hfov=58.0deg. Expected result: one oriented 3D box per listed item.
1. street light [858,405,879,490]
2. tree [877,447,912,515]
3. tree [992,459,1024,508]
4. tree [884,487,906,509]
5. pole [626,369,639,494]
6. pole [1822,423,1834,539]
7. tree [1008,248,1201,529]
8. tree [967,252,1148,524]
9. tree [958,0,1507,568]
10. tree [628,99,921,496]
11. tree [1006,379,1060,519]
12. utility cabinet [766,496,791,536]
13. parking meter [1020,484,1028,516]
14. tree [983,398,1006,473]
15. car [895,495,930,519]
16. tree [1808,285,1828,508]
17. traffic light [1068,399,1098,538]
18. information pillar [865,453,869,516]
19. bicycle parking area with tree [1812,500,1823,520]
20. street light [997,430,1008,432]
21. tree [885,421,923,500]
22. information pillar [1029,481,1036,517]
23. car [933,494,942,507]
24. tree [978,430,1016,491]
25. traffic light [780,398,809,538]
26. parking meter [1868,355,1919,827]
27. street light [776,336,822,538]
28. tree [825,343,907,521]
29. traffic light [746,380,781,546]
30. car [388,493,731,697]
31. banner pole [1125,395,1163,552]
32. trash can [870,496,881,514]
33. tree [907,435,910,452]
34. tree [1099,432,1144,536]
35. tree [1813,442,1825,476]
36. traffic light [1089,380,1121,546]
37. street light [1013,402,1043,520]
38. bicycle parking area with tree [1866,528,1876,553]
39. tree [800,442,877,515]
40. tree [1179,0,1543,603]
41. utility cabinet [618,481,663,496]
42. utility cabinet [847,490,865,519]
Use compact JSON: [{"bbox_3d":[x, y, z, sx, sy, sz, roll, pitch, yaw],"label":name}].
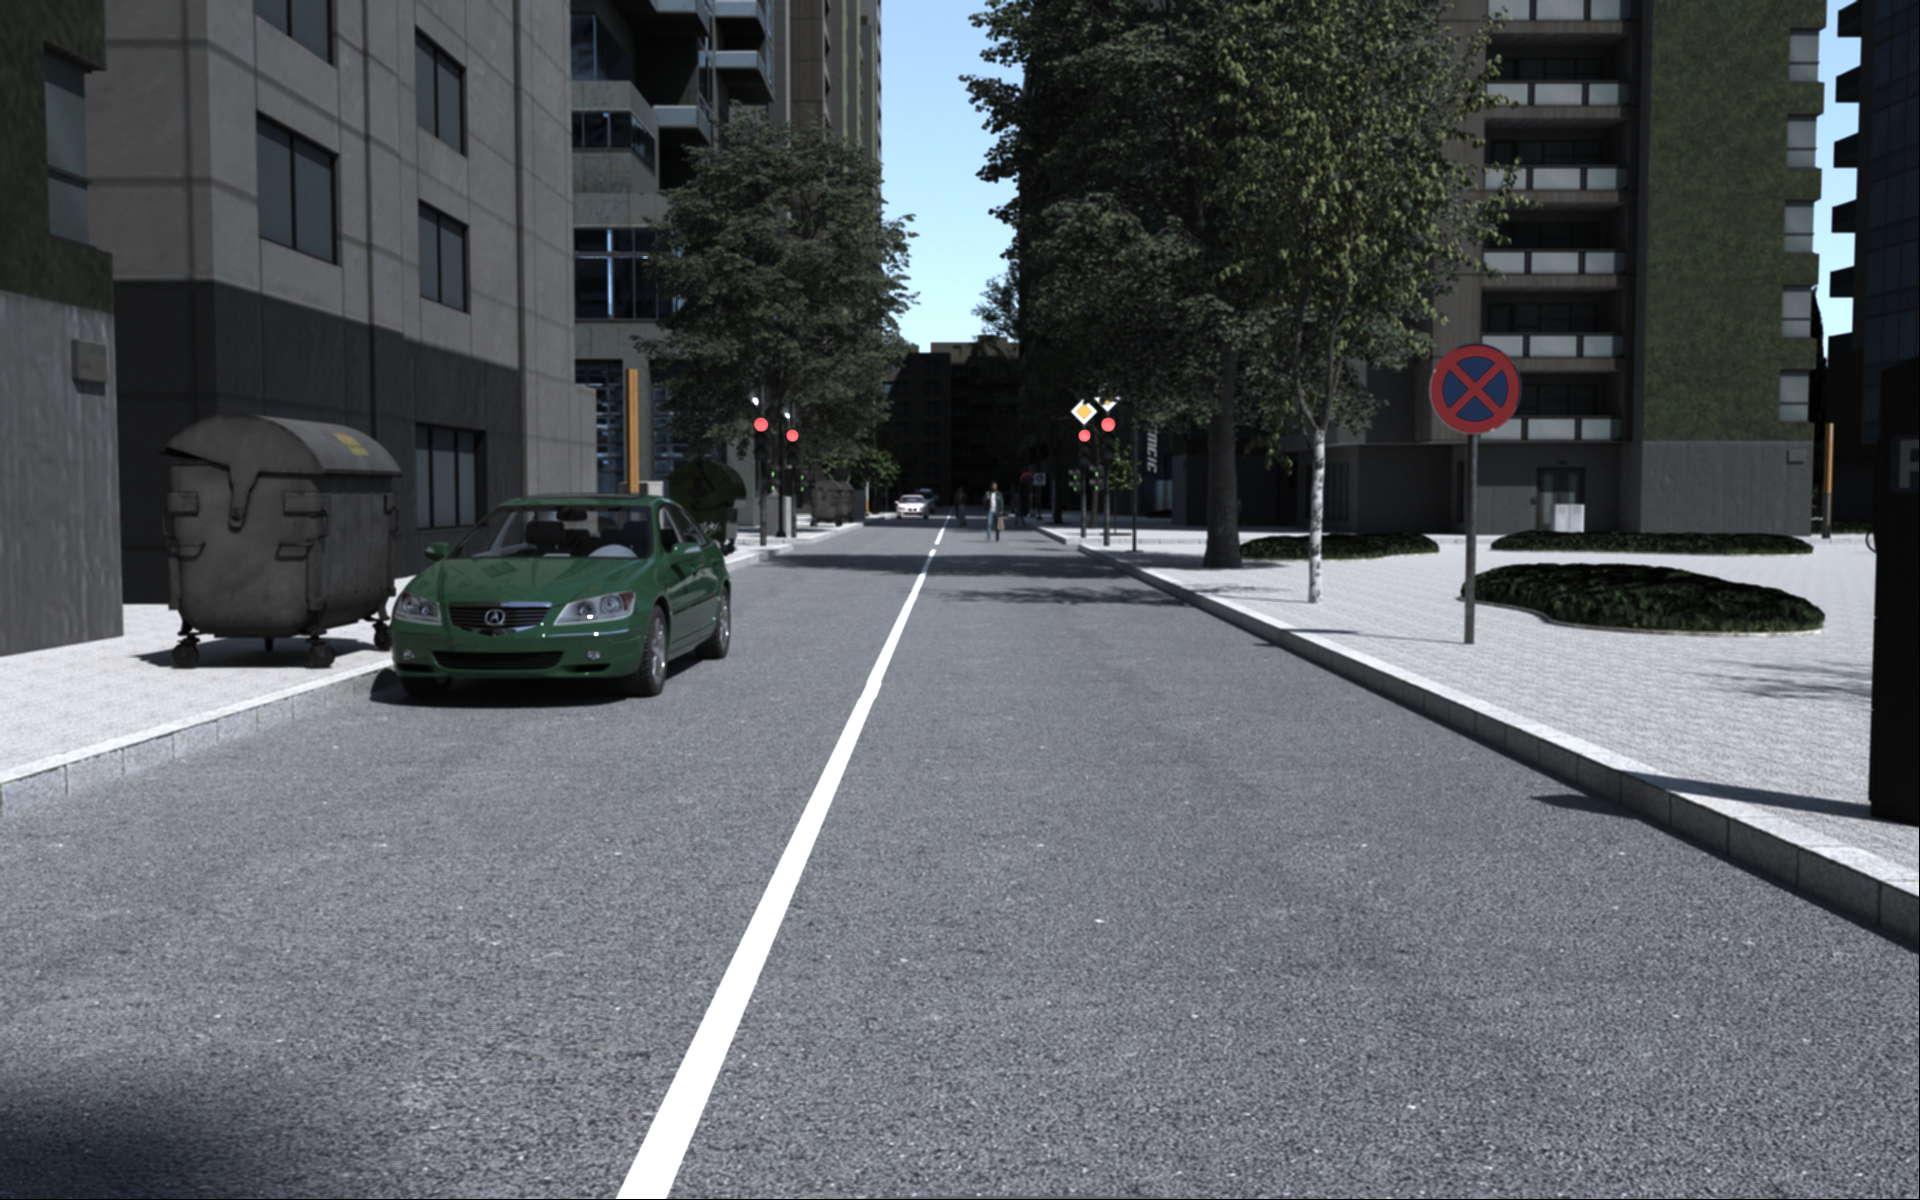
[{"bbox_3d":[-4.741,-7.201,90.274,1.470,5.913,1.316,0,3,0],"label":"street light"},{"bbox_3d":[-5.395,-7.673,109.166,4.285,4.588,4.351,0,3,0],"label":"tree"},{"bbox_3d":[4.540,-10.949,162.726,4.285,4.588,4.351,0,3,0],"label":"tree"},{"bbox_3d":[-6.123,-9.570,151.071,1.663,3.219,1.824,0,3,0],"label":"tree"},{"bbox_3d":[-5.356,-2.110,28.346,0.158,3.312,0.155,0,3,0],"label":"pole"},{"bbox_3d":[24.989,-3.427,49.872,0.158,3.312,0.155,0,3,0],"label":"pole"},{"bbox_3d":[5.171,-7.893,63.469,7.601,10.594,8.767,2,4,32],"label":"tree"},{"bbox_3d":[4.016,-9.044,73.619,9.928,11.665,9.643,0,3,0],"label":"tree"},{"bbox_3d":[4.650,-7.534,29.837,9.857,13.997,8.962,0,3,0],"label":"tree"},{"bbox_3d":[-5.984,-9.218,57.373,9.857,13.997,8.962,0,3,0],"label":"tree"},{"bbox_3d":[5.089,-8.541,90.004,4.737,8.622,4.395,0,3,0],"label":"tree"},{"bbox_3d":[-5.578,-2.558,52.980,1.020,1.237,0.306,3,5,41],"label":"utility cabinet"},{"bbox_3d":[3.685,-5.748,99.696,0.399,1.863,0.255,1,4,16],"label":"parking meter"},{"bbox_3d":[3.886,-11.104,131.911,4.737,8.622,4.395,0,3,0],"label":"tree"},{"bbox_3d":[-2.798,-5.465,101.720,2.083,1.381,4.827,0,4,-2],"label":"car"},{"bbox_3d":[59.346,-13.013,114.579,13.155,14.587,18.604,0,4,-3],"label":"tree"},{"bbox_3d":[3.605,-3.781,50.740,0.839,4.253,0.868,0,3,0],"label":"traffic light"},{"bbox_3d":[-5.354,-6.605,99.350,0.183,3.616,0.504,-1,4,-18],"label":"information pillar"},{"bbox_3d":[46.224,-5.915,83.713,9.016,4.147,8.231,1,4,13],"label":"bicycle parking area with tree"},{"bbox_3d":[3.405,-9.379,125.887,1.470,5.913,1.316,0,3,0],"label":"street light"},{"bbox_3d":[-5.870,-13.830,176.479,4.360,8.622,3.978,0,3,0],"label":"tree"},{"bbox_3d":[4.030,-5.583,95.770,0.304,2.012,0.304,-1,4,-23],"label":"information pillar"},{"bbox_3d":[-2.984,-11.419,195.497,1.959,1.807,4.718,0,4,0],"label":"car"},{"bbox_3d":[4.289,-15.018,195.903,4.360,8.622,3.978,0,3,0],"label":"tree"},{"bbox_3d":[-4.856,-3.780,50.719,0.839,4.253,0.868,0,3,0],"label":"traffic light"},{"bbox_3d":[3.790,-0.063,6.745,0.255,1.863,0.399,-1,4,-19],"label":"parking meter"},{"bbox_3d":[-4.764,-4.805,51.097,1.470,5.913,1.316,0,3,0],"label":"street light"},{"bbox_3d":[-5.408,-8.123,83.171,4.737,8.622,4.395,0,3,0],"label":"tree"},{"bbox_3d":[-4.851,-3.291,42.734,0.839,4.253,0.868,0,3,0],"label":"traffic light"},{"bbox_3d":[-2.992,-0.121,13.784,2.131,1.459,4.920,0,4,2],"label":"car"},{"bbox_3d":[4.074,-2.941,38.104,0.863,3.779,0.401,1,4,19],"label":"banner pole"},{"bbox_3d":[-5.560,-6.251,113.859,0.748,1.137,0.748,0,3,0],"label":"trash can"},{"bbox_3d":[-5.378,-10.724,125.705,4.737,8.622,4.395,0,3,0],"label":"tree"},{"bbox_3d":[4.796,-3.625,53.863,1.663,3.219,1.824,0,3,0],"label":"tree"},{"bbox_3d":[36.881,-5.329,70.847,4.285,4.588,4.351,0,3,0],"label":"tree"},{"bbox_3d":[3.610,-3.293,42.755,0.839,4.253,0.868,0,3,0],"label":"traffic light"},{"bbox_3d":[3.435,-6.963,86.390,1.470,5.913,1.316,0,3,0],"label":"street light"},{"bbox_3d":[22.968,-2.837,33.388,9.016,4.147,8.231,1,4,19],"label":"bicycle parking area with tree"},{"bbox_3d":[-7.724,-7.168,100.917,4.285,4.588,4.351,0,3,0],"label":"tree"},{"bbox_3d":[4.378,-4.278,20.308,4.737,8.622,4.395,0,3,0],"label":"tree"},{"bbox_3d":[-5.501,-1.291,29.788,0.318,1.500,1.173,-3,4,-36],"label":"utility cabinet"},{"bbox_3d":[-5.347,-4.840,87.809,1.173,1.500,0.318,-3,5,-42],"label":"utility cabinet"}]
